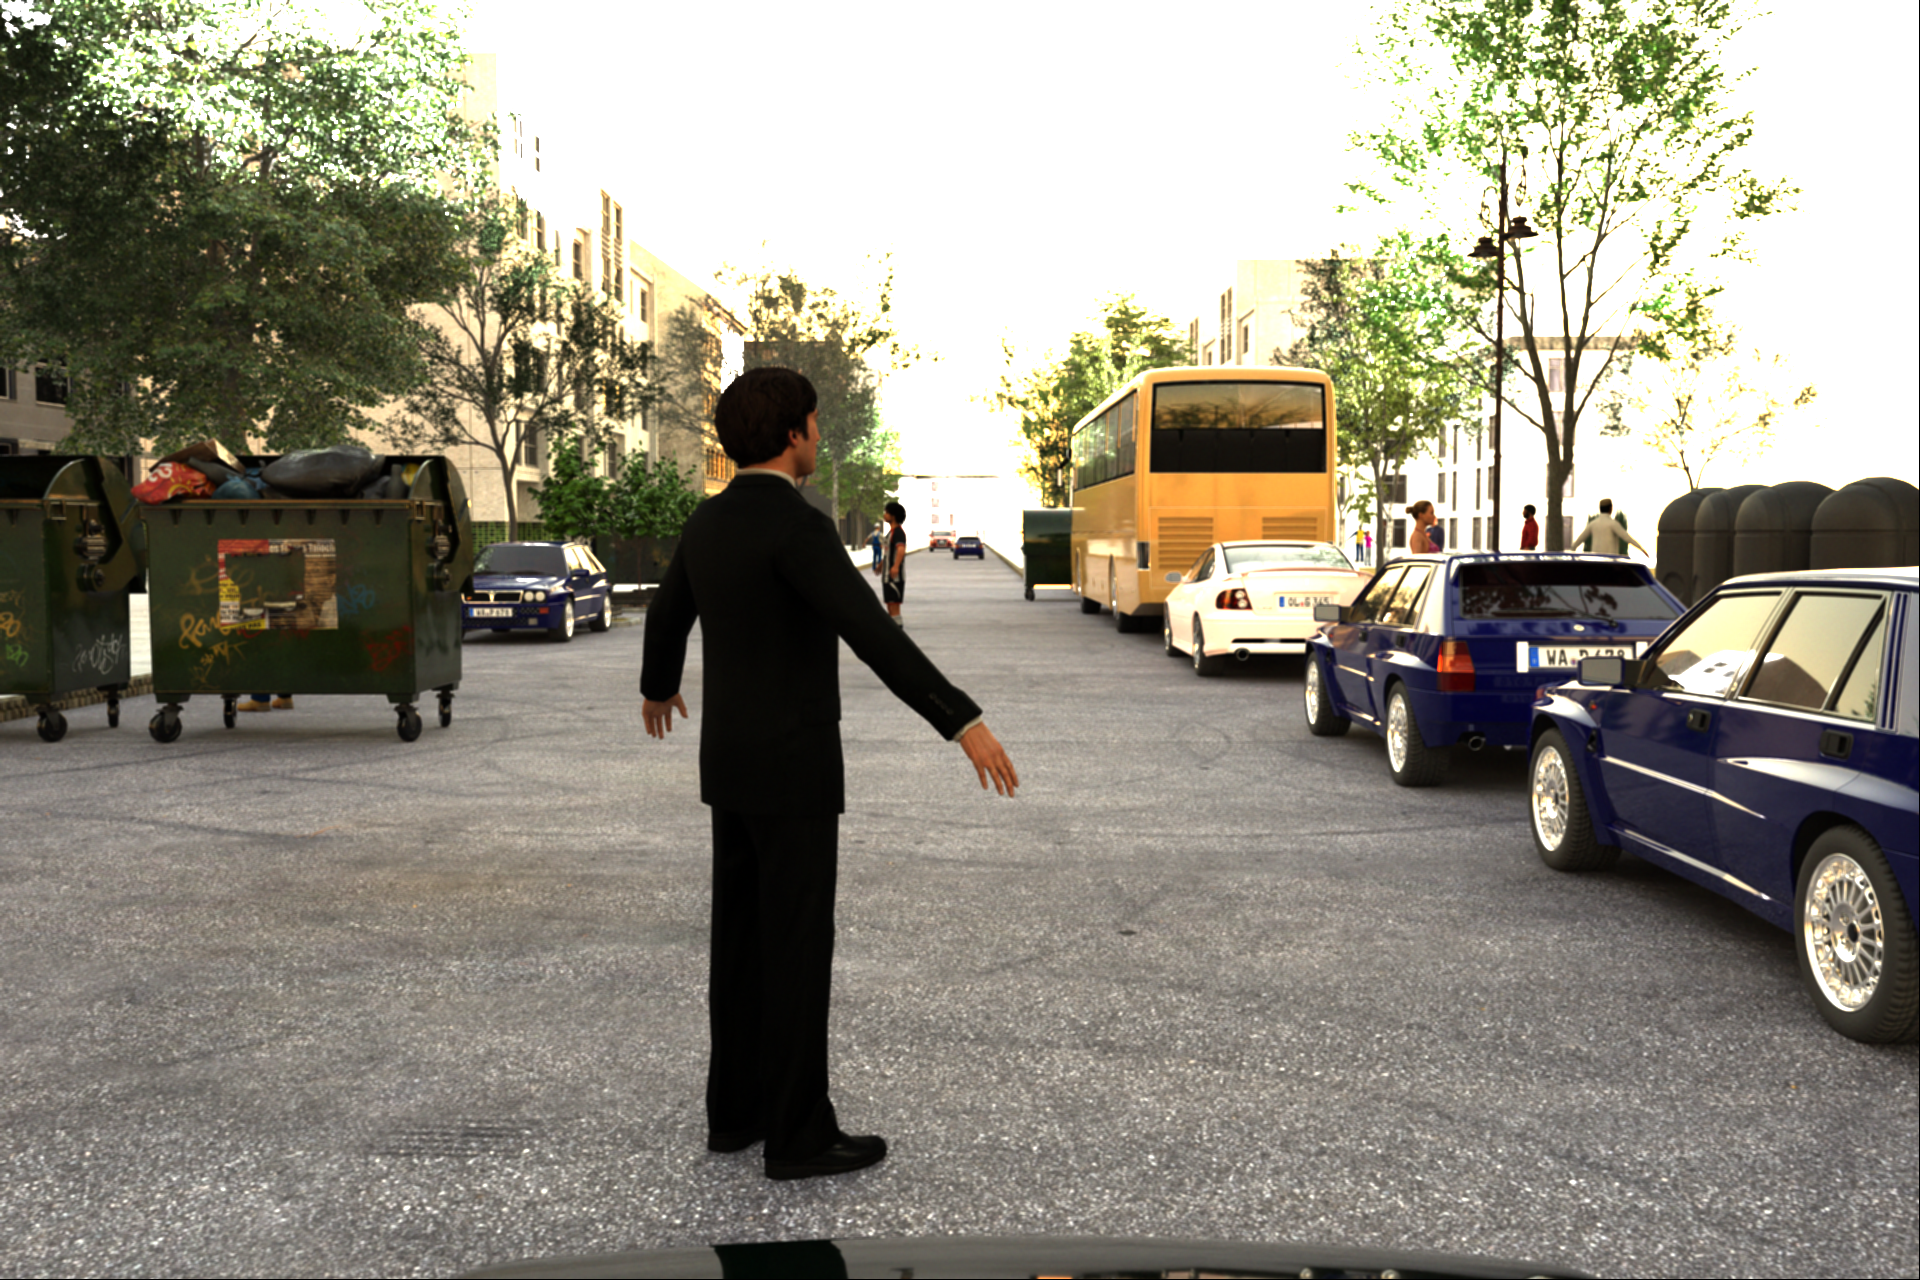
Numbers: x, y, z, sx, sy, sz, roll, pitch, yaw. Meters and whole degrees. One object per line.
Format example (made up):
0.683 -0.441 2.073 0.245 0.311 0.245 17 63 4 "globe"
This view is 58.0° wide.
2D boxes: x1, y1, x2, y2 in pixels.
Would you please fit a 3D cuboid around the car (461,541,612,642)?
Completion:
-6.026 -0.708 24.155 1.945 1.354 3.894 0 3 0 "car"

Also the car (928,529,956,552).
-1.467 -8.159 142.073 2.281 1.827 5.304 0 3 0 "car"

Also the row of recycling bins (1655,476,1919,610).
6.489 -0.404 13.713 1.069 1.692 3.534 0 3 0 "row of recycling bins"

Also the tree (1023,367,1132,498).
7.548 -9.773 94.208 8.767 10.594 7.601 -1 4 -18 "tree"

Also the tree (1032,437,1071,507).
6.471 -10.383 120.128 4.360 8.622 3.978 0 3 0 "tree"

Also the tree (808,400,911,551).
-7.818 -12.458 129.451 9.928 11.665 9.643 0 3 0 "tree"

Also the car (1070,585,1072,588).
3.763 -1.967 44.747 1.945 1.354 3.894 0 4 0 "car"

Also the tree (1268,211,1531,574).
12.136 -7.015 49.107 8.767 10.594 7.601 2 4 33 "tree"

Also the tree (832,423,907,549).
-8.312 -13.843 152.089 9.928 11.665 9.643 0 3 0 "tree"

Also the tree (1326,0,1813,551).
9.921 -6.287 28.542 9.928 11.665 9.643 0 3 0 "tree"

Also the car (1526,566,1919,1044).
3.363 0.390 6.209 1.945 1.354 3.894 0 4 0 "car"

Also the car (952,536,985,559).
0.491 -5.302 99.270 1.945 1.354 3.894 0 4 -1 "car"

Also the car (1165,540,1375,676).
3.321 -0.394 18.806 2.083 1.381 4.827 0 4 1 "car"

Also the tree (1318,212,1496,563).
10.285 -5.530 40.785 4.737 8.622 4.395 0 3 0 "tree"

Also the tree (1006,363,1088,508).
6.643 -10.943 104.677 9.928 11.665 9.643 0 3 0 "tree"

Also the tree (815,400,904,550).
-8.589 -13.585 140.234 7.486 12.596 7.792 0 3 0 "tree"

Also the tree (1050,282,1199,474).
7.655 -9.811 78.538 7.486 12.596 7.792 0 3 0 "tree"

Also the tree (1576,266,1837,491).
25.441 -7.650 59.484 8.767 10.594 7.601 2 4 25 "tree"

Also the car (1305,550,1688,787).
3.349 0.087 11.157 1.945 1.354 3.894 0 4 0 "car"

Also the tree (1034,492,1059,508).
12.965 -17.776 241.003 4.360 8.622 3.978 0 3 0 "tree"

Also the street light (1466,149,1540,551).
6.635 -2.969 21.331 0.468 5.910 1.993 0 4 1 "street light"

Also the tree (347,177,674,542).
-11.478 -6.717 44.228 8.767 10.594 7.601 -2 4 -32 "tree"

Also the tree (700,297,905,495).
-8.481 -11.001 90.239 12.009 13.543 11.850 0 3 0 "tree"

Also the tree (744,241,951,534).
-6.625 -15.606 111.055 12.611 20.169 13.585 0 3 0 "tree"

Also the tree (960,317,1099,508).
5.932 -18.149 152.624 12.611 20.169 13.585 0 3 0 "tree"

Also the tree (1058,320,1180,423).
5.613 -6.739 60.541 4.737 8.622 4.395 0 3 0 "tree"

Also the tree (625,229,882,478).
-8.367 -9.785 70.355 12.009 13.543 11.850 0 3 0 "tree"

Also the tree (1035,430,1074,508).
6.935 -9.889 112.050 4.360 8.622 3.978 0 3 0 "tree"

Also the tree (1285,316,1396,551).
12.617 -6.556 57.561 4.737 8.622 4.395 0 3 0 "tree"

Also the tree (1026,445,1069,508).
7.636 -11.593 139.910 4.737 8.622 4.395 0 3 0 "tree"
